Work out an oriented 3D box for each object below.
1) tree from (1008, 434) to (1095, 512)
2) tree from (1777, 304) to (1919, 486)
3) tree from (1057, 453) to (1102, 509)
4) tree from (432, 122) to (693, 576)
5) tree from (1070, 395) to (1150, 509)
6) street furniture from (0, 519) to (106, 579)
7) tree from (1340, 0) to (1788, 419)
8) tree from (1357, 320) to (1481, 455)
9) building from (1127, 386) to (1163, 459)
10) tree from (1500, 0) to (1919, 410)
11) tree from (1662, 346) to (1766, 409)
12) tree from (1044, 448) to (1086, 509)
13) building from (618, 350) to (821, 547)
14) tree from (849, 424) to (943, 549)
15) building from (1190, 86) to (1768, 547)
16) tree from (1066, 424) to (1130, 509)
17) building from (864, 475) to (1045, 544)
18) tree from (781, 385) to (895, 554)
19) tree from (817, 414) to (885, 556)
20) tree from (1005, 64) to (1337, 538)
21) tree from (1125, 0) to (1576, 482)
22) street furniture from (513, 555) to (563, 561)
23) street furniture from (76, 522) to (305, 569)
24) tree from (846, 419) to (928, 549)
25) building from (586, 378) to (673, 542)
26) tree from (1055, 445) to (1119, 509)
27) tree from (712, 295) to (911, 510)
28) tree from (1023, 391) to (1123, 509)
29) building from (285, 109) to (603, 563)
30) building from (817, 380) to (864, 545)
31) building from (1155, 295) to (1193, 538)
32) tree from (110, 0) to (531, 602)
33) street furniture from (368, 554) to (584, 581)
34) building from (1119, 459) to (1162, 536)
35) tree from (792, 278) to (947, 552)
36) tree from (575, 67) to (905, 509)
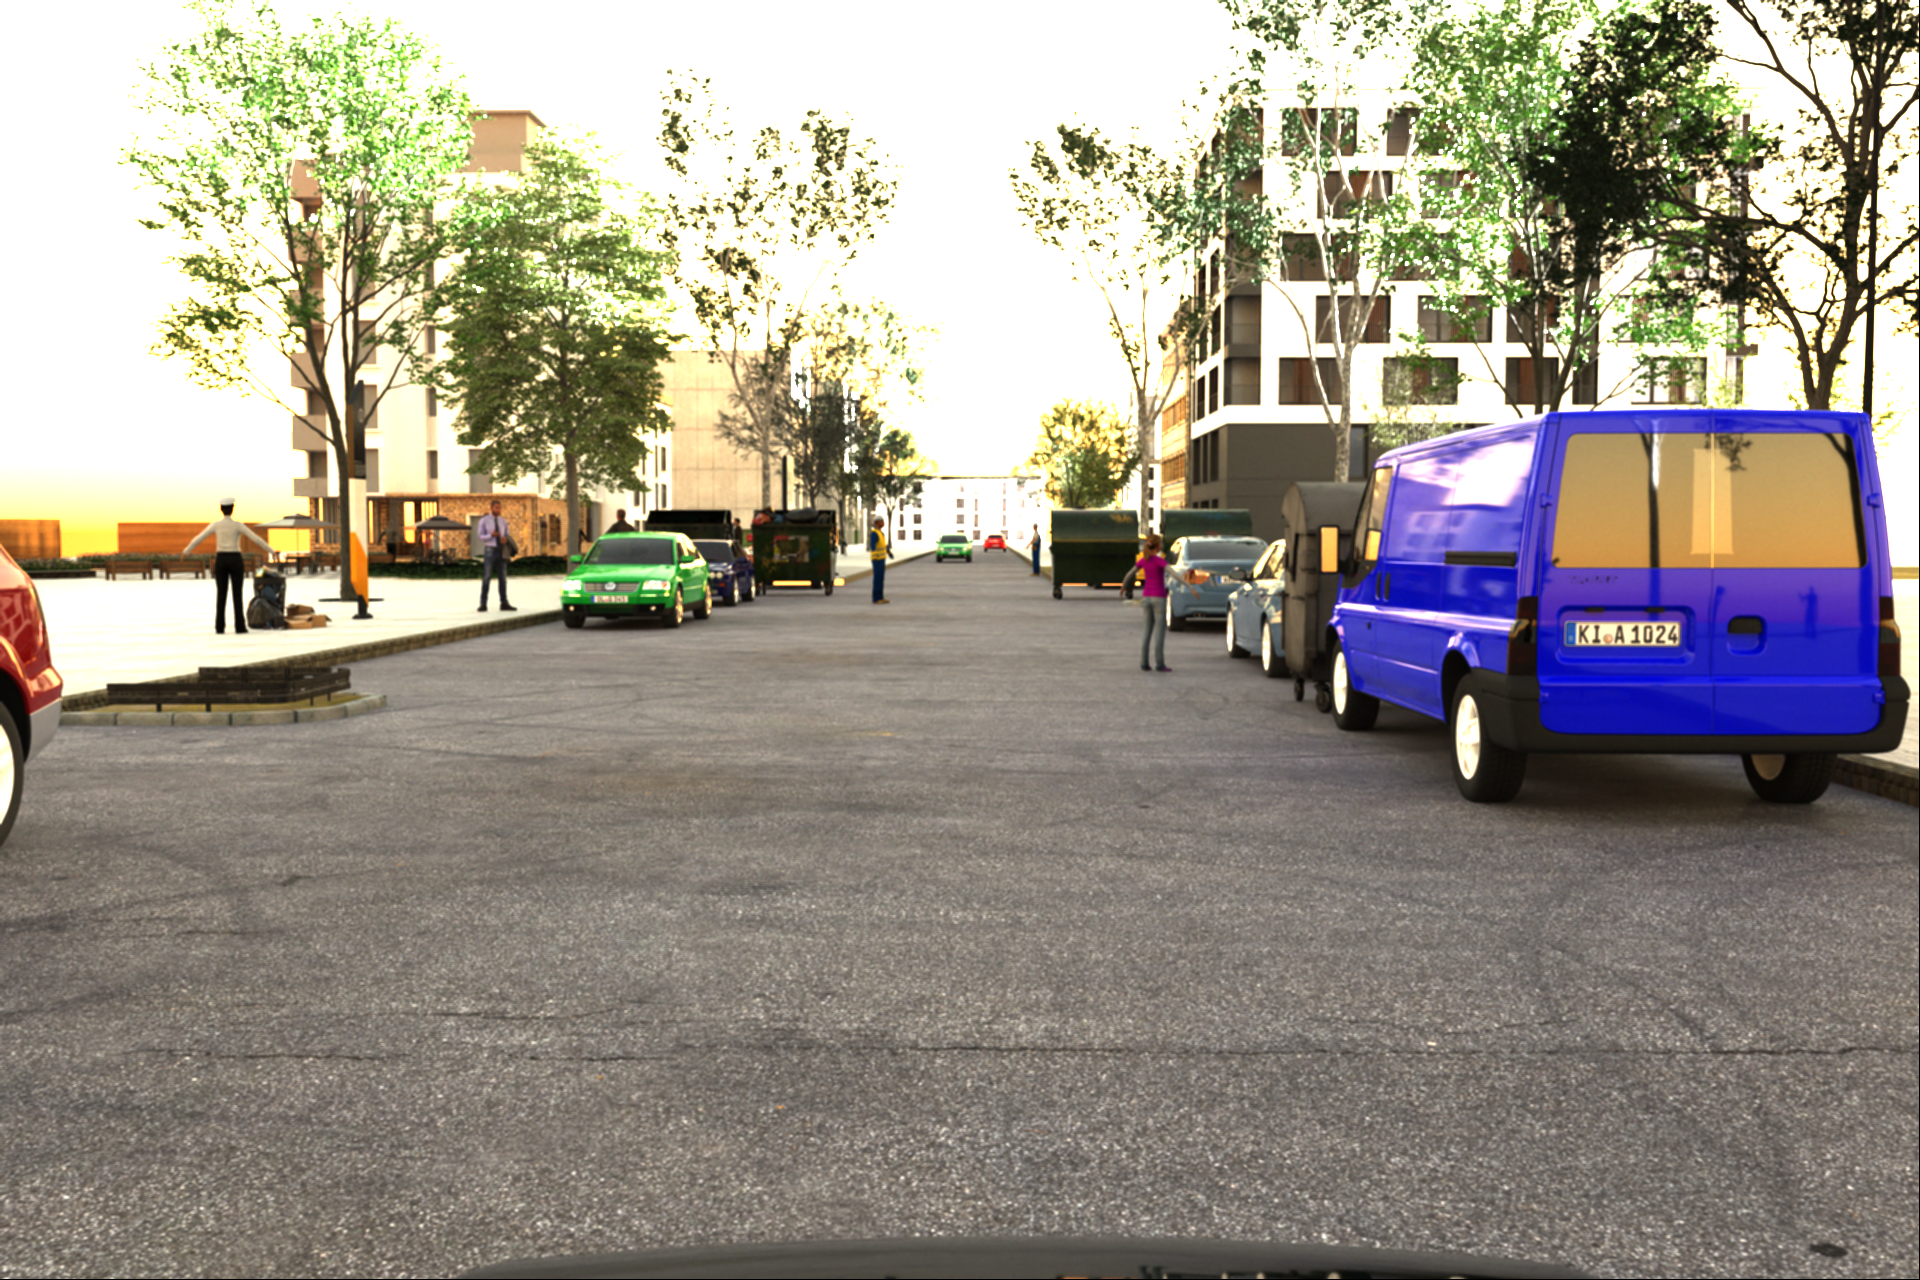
[{"bbox_3d":[8.789,-13.403,153.551,8.767,10.594,7.601,-1,4,-22],"label":"tree"},{"bbox_3d":[27.828,-6.396,54.939,4.737,8.622,4.395,0,3,0],"label":"tree"},{"bbox_3d":[9.462,-11.388,136.552,4.737,8.622,4.395,0,3,0],"label":"tree"},{"bbox_3d":[-11.067,-7.952,48.135,7.486,12.596,7.792,0,3,0],"label":"tree"},{"bbox_3d":[8.209,-8.651,91.809,4.737,8.622,4.395,0,3,0],"label":"tree"},{"bbox_3d":[-29.703,-2.561,48.734,11.010,1.723,9.812,1,4,23],"label":"street furniture"},{"bbox_3d":[10.540,-6.443,31.105,9.928,11.665,9.643,0,3,0],"label":"tree"},{"bbox_3d":[15.275,-6.697,59.858,4.360,8.622,3.978,0,3,0],"label":"tree"},{"bbox_3d":[26.374,-22.270,220.536,16.016,20.090,11.380,0,4,1],"label":"building"},{"bbox_3d":[9.563,-5.213,19.644,7.601,10.594,8.767,-2,4,-28],"label":"tree"},{"bbox_3d":[29.142,-7.121,66.784,4.737,8.622,4.395,0,3,0],"label":"tree"},{"bbox_3d":[9.026,-11.936,145.518,4.360,8.622,3.978,0,3,0],"label":"tree"},{"bbox_3d":[-24.308,-19.290,181.844,16.747,18.905,31.486,0,4,0],"label":"building"},{"bbox_3d":[-5.881,-12.814,143.917,8.767,10.594,7.601,-1,4,-17],"label":"tree"},{"bbox_3d":[26.518,-15.408,95.898,27.936,21.610,32.646,0,4,1],"label":"building"},{"bbox_3d":[9.018,-10.073,115.056,4.737,8.622,4.395,0,3,0],"label":"tree"},{"bbox_3d":[-2.458,-18.375,245.033,28.070,9.664,9.099,1,4,10],"label":"building"},{"bbox_3d":[-7.732,-10.682,109.059,7.601,10.594,8.767,-1,4,-22],"label":"tree"},{"bbox_3d":[-6.891,-9.179,100.443,4.360,8.622,3.978,0,3,0],"label":"tree"},{"bbox_3d":[8.829,-13.062,69.457,12.611,20.169,13.585,0,3,0],"label":"tree"},{"bbox_3d":[11.086,-11.763,48.222,12.611,20.169,13.585,0,3,0],"label":"tree"},{"bbox_3d":[-12.461,-3.205,68.030,10.072,0.657,5.734,-1,4,-14],"label":"street furniture"},{"bbox_3d":[-30.397,-3.631,66.227,9.812,1.723,11.010,1,4,11],"label":"street furniture"},{"bbox_3d":[-6.343,-13.975,154.244,9.928,11.665,9.643,0,3,0],"label":"tree"},{"bbox_3d":[-22.153,-10.046,106.398,9.099,9.664,28.070,0,4,0],"label":"building"},{"bbox_3d":[17.737,-20.600,243.460,9.857,13.997,8.962,0,3,0],"label":"tree"},{"bbox_3d":[-7.583,-10.961,89.585,12.009,13.543,11.850,0,3,0],"label":"tree"},{"bbox_3d":[8.304,-12.277,126.489,9.928,11.665,9.643,0,3,0],"label":"tree"},{"bbox_3d":[-24.060,-13.590,78.622,16.016,20.090,11.380,0,4,1],"label":"building"},{"bbox_3d":[-21.665,-21.340,215.366,16.747,18.905,31.486,0,4,2],"label":"building"},{"bbox_3d":[24.393,-17.847,122.733,19.493,23.208,18.063,0,4,1],"label":"building"},{"bbox_3d":[-11.762,-6.552,32.875,9.928,11.665,9.643,0,3,0],"label":"tree"},{"bbox_3d":[-14.390,-2.272,52.767,5.734,0.657,10.072,1,4,18],"label":"street furniture"},{"bbox_3d":[23.346,-15.338,192.916,9.099,9.664,28.070,0,4,1],"label":"building"},{"bbox_3d":[-6.938,-16.617,127.575,12.611,20.169,13.585,0,3,0],"label":"tree"},{"bbox_3d":[-9.454,-13.226,72.132,12.611,20.169,13.585,0,3,0],"label":"tree"}]
